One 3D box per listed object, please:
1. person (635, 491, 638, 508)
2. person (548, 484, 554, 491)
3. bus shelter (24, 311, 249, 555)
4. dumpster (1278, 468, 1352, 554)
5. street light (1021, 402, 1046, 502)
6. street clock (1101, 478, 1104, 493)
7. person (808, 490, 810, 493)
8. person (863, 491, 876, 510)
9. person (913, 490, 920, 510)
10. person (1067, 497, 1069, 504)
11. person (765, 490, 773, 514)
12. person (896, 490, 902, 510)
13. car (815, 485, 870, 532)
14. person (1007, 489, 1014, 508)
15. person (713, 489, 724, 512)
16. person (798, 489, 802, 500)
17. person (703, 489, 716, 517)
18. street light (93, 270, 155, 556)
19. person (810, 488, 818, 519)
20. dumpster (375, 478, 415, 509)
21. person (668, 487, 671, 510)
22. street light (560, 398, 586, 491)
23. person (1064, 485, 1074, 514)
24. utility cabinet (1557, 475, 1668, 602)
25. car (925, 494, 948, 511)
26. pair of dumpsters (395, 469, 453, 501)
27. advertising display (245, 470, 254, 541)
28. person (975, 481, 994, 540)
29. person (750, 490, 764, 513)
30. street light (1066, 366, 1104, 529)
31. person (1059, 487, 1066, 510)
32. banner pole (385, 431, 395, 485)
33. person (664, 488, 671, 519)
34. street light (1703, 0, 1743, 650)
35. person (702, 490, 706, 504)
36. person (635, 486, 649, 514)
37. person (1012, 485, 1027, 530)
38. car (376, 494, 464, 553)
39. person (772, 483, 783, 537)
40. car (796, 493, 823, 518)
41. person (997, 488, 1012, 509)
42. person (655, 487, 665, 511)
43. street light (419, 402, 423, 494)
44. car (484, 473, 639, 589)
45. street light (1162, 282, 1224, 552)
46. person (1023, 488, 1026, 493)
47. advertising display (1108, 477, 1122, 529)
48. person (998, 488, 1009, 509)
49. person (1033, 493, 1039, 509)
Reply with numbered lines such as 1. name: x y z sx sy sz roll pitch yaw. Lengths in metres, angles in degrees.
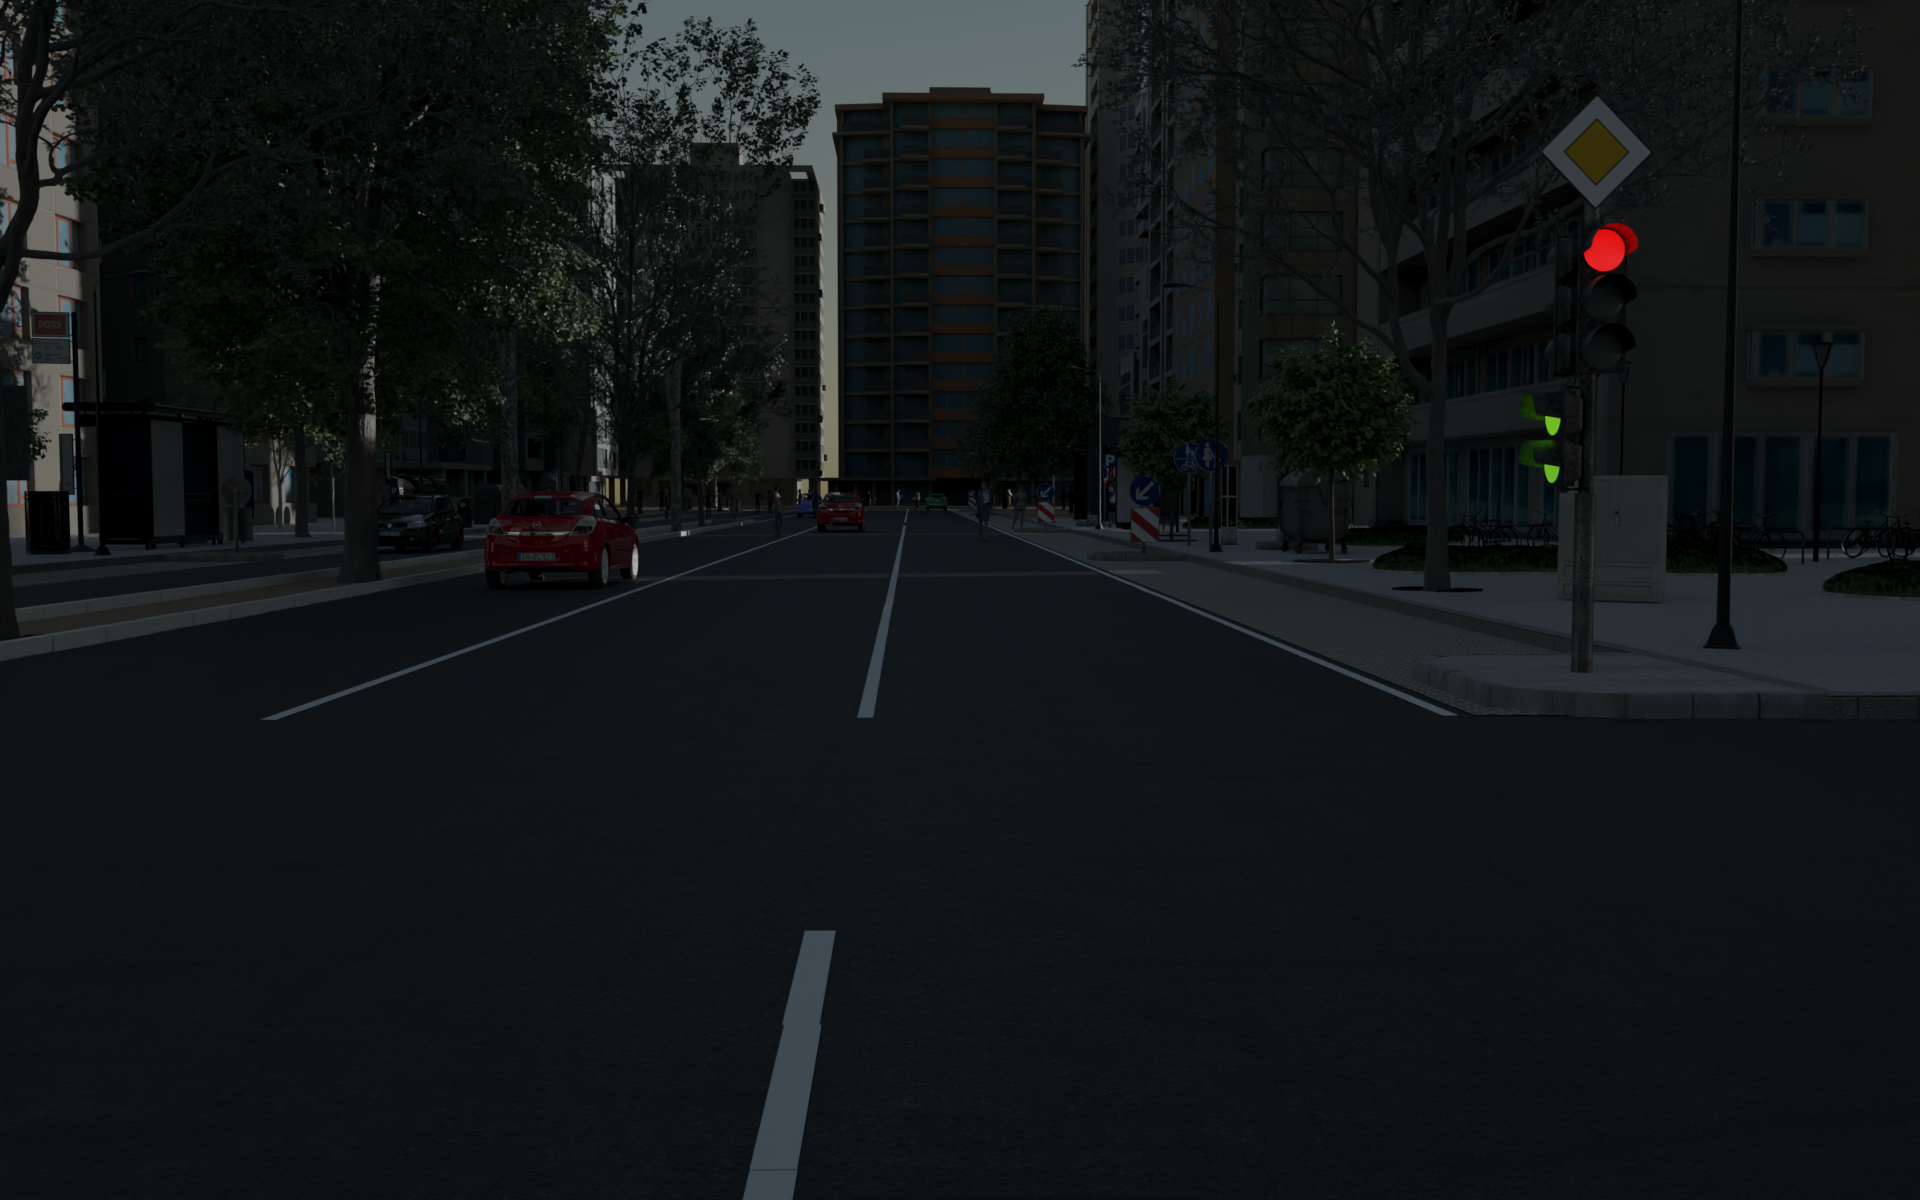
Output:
1. person: -31.000 -9.574 165.766 0.721 1.736 1.217 -1 4 -22
2. person: -21.206 -5.121 89.852 0.705 1.814 1.350 0 4 -3
3. bus shelter: -19.374 -3.867 40.856 2.179 5.291 8.768 0 4 -2
4. dumpster: 7.734 -1.953 37.698 1.264 1.857 1.865 0 4 -2
5. street light: 3.747 -7.007 87.104 1.470 5.913 1.316 0 4 -2
6. street clock: 5.622 -4.057 70.910 0.471 2.002 0.358 2 4 33
7. person: -12.696 -8.389 145.674 1.348 1.822 0.705 0 4 -2
8. person: -8.142 -8.923 155.209 1.217 1.723 0.721 1 4 18
9. person: -3.997 -9.286 160.342 0.705 1.823 1.348 -2 4 -25
10. person: 10.552 -9.522 164.968 0.697 1.427 0.421 -1 4 -8
11. person: -13.517 -7.002 123.699 0.721 1.735 1.217 3 5 40
12. person: -5.555 -9.149 157.953 0.599 1.838 0.709 0 4 4
13. car: -4.563 -3.544 66.977 2.155 1.783 4.494 0 4 -2
14. person: 4.586 -9.672 164.918 1.217 1.736 0.721 -2 4 -27
15. person: -18.971 -7.812 136.317 0.705 1.814 1.350 2 4 29
16. person: -13.313 -8.285 143.598 0.705 1.869 1.348 0 3 0
17. person: -15.960 -6.137 109.563 1.217 1.735 0.721 -3 4 -39
18. street light: -17.397 -3.885 36.062 1.470 5.913 1.316 0 4 -2
19. person: -8.507 -5.643 101.206 0.683 1.767 0.568 2 4 30
20. dumpster: -20.405 -3.448 62.127 1.264 1.857 1.865 0 4 -2
21. person: -23.507 -8.190 139.967 1.348 1.821 0.705 3 5 43
22. street light: -18.792 -6.816 83.976 1.470 5.913 1.316 0 4 -2
23. person: 7.210 -6.563 112.985 0.705 1.869 1.348 2 4 34
24. utility cabinet: 7.756 -0.730 20.618 1.173 1.500 0.318 3 4 37
25. car: -1.999 -8.525 148.175 1.959 1.807 4.718 0 4 -2
26. pair of dumpsters: -20.798 -3.914 66.486 1.574 2.255 4.437 0 4 -2
27. advertising display: -19.746 -2.567 47.192 0.974 1.923 0.123 0 4 -2
28. person: 0.758 -2.767 53.765 0.581 1.822 0.654 0 4 0
29. person: -15.270 -7.416 130.271 1.217 1.766 0.721 -3 5 -41
30. street light: 4.543 -5.541 63.135 1.470 5.913 1.316 0 4 -2
31. person: 8.450 -8.332 141.903 0.705 1.869 1.348 -1 4 -20
32. banner pole: -19.250 -4.193 58.568 0.863 3.779 0.401 3 5 45
33. person: -16.873 -5.561 99.978 0.434 1.755 0.990 -1 4 -15
34. street light: 5.823 -2.552 14.266 1.470 5.913 1.316 0 4 -2
35. person: -18.337 -7.041 124.146 0.750 1.759 0.617 1 4 12
36. person: -20.910 -6.559 113.303 0.705 1.822 1.348 2 4 34
37. person: 2.365 -3.697 69.216 0.520 1.790 0.573 -1 4 -23
38. car: -13.777 -2.070 43.635 2.009 1.686 4.222 0 4 -2
39. person: -6.147 -3.050 58.371 0.388 1.821 0.555 -2 4 -28
40. car: -9.199 -5.968 107.173 1.945 1.707 3.694 0 4 -3
41. person: 3.781 -8.635 147.190 1.348 1.831 0.705 0 4 -5
42. person: -23.009 -7.808 133.731 0.705 1.821 1.348 3 5 43
43. street light: -18.120 -5.343 59.903 1.470 5.913 1.316 0 4 -2
44. car: -6.303 -1.144 27.752 2.155 1.783 4.494 0 4 -1
45. street light: 5.124 -4.010 38.108 1.470 5.913 1.316 0 4 -2
46. person: 5.534 -8.908 151.718 0.705 1.821 1.348 -1 4 -20
47. advertising display: 5.997 -3.624 64.472 0.974 1.923 0.123 1 4 23
48. person: 3.962 -8.868 151.128 1.348 1.812 0.705 -2 4 -27
49. person: 6.638 -8.756 149.729 0.721 1.766 1.217 -2 4 -26
